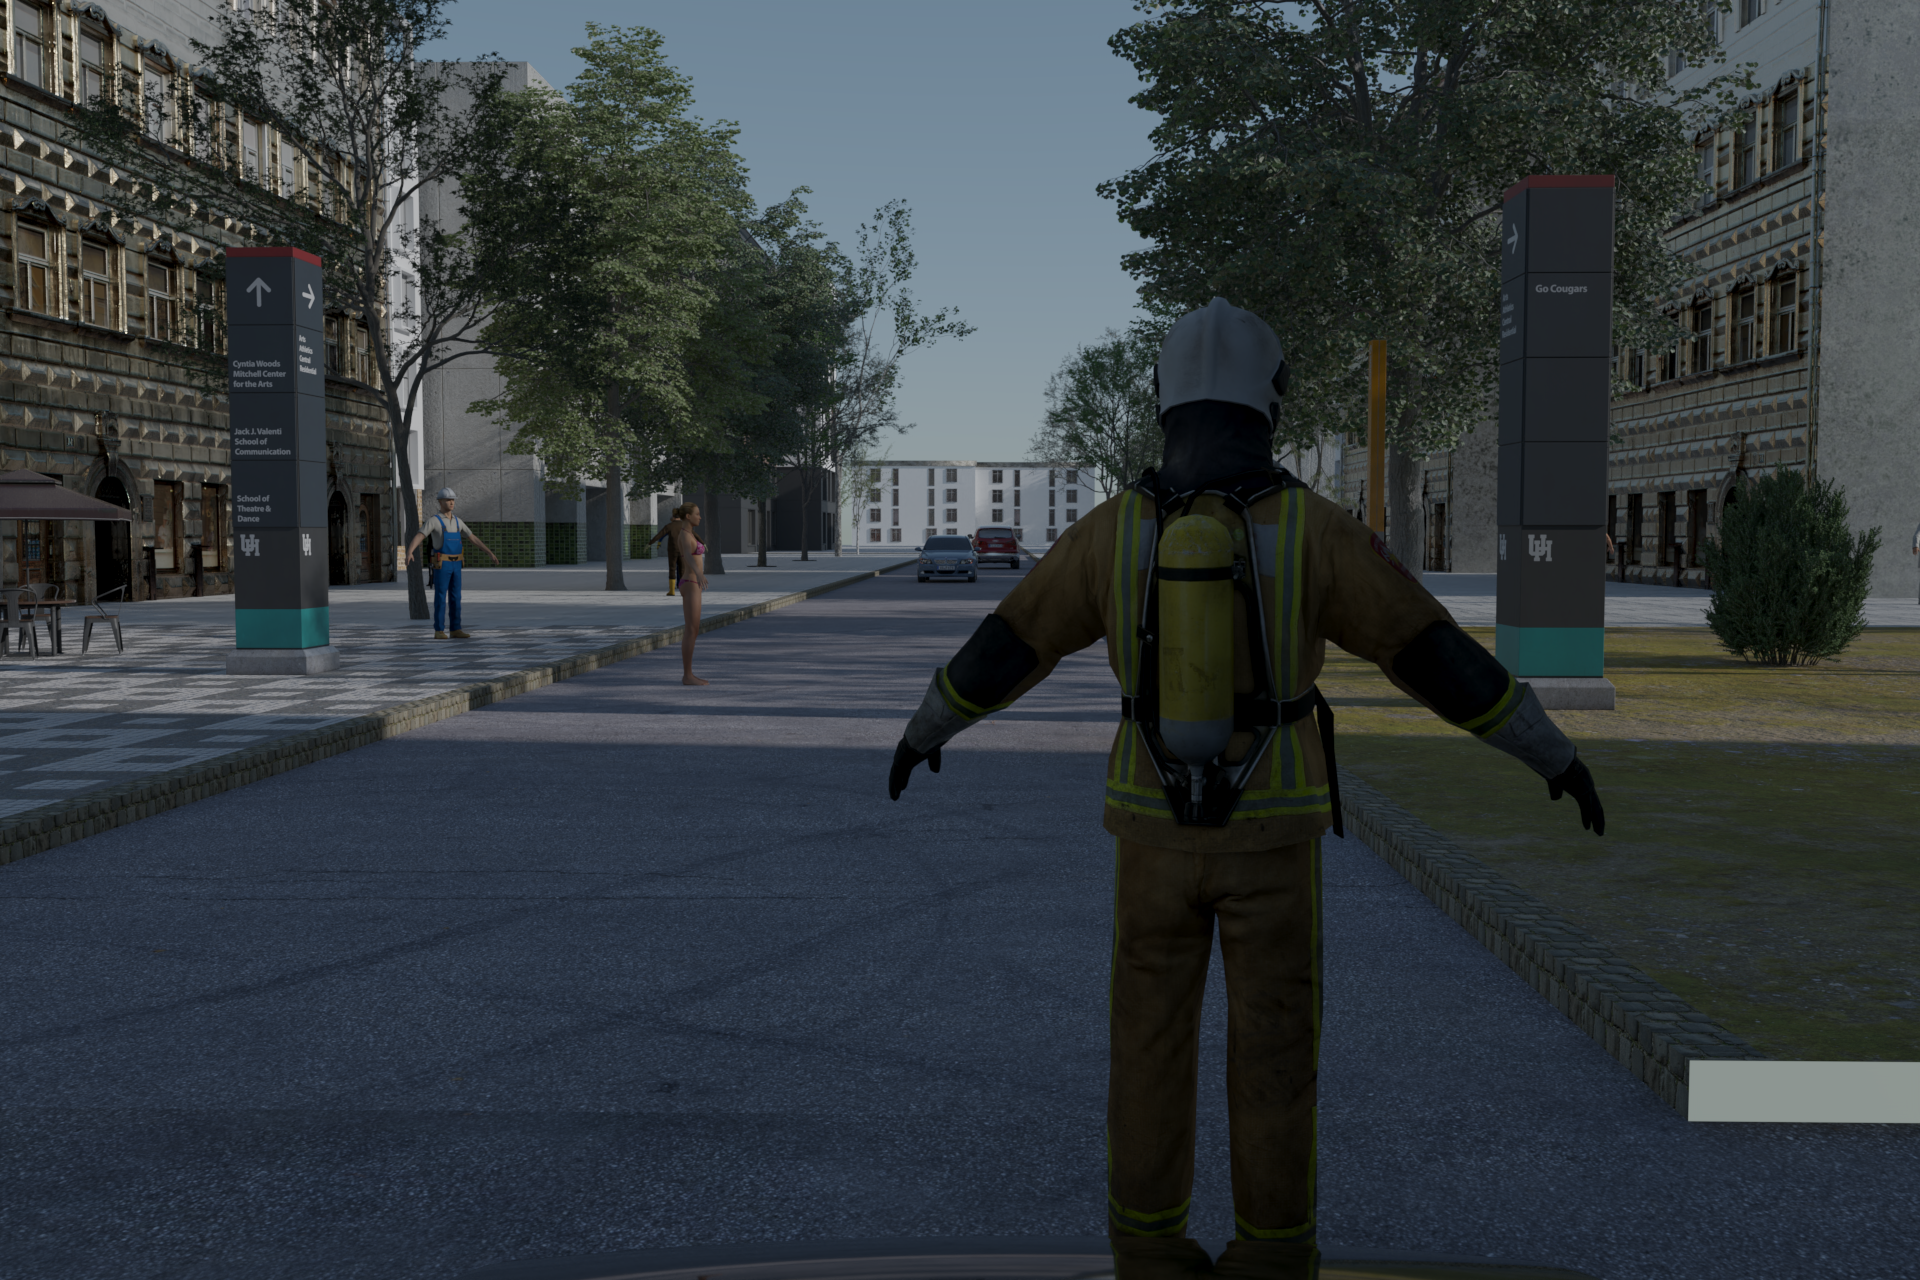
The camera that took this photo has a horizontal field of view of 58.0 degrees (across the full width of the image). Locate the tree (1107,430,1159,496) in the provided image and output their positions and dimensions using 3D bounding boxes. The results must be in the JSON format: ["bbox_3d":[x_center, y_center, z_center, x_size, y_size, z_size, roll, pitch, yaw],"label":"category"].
[{"bbox_3d":[21.607,-17.769,197.185,9.857,13.997,8.962,0,3,0],"label":"tree"}]

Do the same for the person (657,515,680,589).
[{"bbox_3d":[-6.601,-2.082,40.504,0.721,1.772,1.216,3,5,44],"label":"person"}]

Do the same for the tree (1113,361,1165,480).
[{"bbox_3d":[7.792,-7.297,69.676,4.360,8.622,3.978,0,3,0],"label":"tree"}]

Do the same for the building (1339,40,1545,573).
[{"bbox_3d":[25.532,-14.327,65.171,19.493,23.208,18.063,0,4,1],"label":"building"}]

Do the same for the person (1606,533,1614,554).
[{"bbox_3d":[11.626,-1.591,32.142,1.347,1.817,0.704,-1,4,-21],"label":"person"}]

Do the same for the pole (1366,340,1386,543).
[{"bbox_3d":[4.399,-1.498,18.340,0.158,3.312,0.155,0,3,0],"label":"pole"}]

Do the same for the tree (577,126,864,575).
[{"bbox_3d":[-7.840,-9.047,54.568,9.857,13.997,8.962,0,3,0],"label":"tree"}]

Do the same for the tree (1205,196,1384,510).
[{"bbox_3d":[7.429,-5.252,36.234,4.360,8.622,3.978,0,3,0],"label":"tree"}]

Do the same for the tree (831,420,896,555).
[{"bbox_3d":[-6.634,-9.659,108.279,4.360,8.622,3.978,0,3,0],"label":"tree"}]

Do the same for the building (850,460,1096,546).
[{"bbox_3d":[1.555,-15.543,198.734,28.070,9.664,9.099,0,4,-3],"label":"building"}]

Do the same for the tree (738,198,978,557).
[{"bbox_3d":[-5.679,-14.765,97.301,12.611,20.169,13.585,0,3,0],"label":"tree"}]

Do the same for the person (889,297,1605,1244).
[{"bbox_3d":[0.480,0.307,3.213,1.354,1.858,0.705,1,4,18],"label":"person"}]

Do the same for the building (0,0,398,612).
[{"bbox_3d":[-24.614,-12.595,36.850,19.493,23.208,18.063,0,4,2],"label":"building"}]

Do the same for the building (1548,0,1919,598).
[{"bbox_3d":[26.534,-12.952,42.688,19.493,23.208,18.063,0,4,2],"label":"building"}]

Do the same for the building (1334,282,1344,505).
[{"bbox_3d":[24.409,-14.162,87.975,16.016,20.090,11.380,0,4,1],"label":"building"}]

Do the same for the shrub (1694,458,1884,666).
[{"bbox_3d":[8.114,-0.771,17.023,1.690,2.028,1.600,0,3,0],"label":"shrub"}]

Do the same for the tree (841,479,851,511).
[{"bbox_3d":[-14.726,-15.450,202.965,4.737,8.622,4.395,0,3,0],"label":"tree"}]

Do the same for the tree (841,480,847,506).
[{"bbox_3d":[-14.584,-15.131,197.755,4.360,8.622,3.978,0,3,0],"label":"tree"}]

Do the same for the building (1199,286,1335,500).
[{"bbox_3d":[25.849,-16.191,131.181,16.747,18.905,31.486,0,4,2],"label":"building"}]

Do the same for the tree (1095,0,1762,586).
[{"bbox_3d":[6.504,-7.252,25.225,9.857,13.997,8.962,0,3,0],"label":"tree"}]

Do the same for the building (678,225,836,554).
[{"bbox_3d":[-24.530,-17.480,129.769,27.936,21.610,32.646,0,4,1],"label":"building"}]

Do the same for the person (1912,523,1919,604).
[{"bbox_3d":[17.670,-1.550,31.528,1.347,1.806,0.705,-2,4,-33],"label":"person"}]

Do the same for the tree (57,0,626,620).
[{"bbox_3d":[-8.421,-5.598,25.947,7.601,10.594,8.767,2,4,30],"label":"tree"}]

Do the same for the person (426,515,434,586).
[{"bbox_3d":[-13.022,-2.203,42.734,0.721,1.740,1.216,3,4,36],"label":"person"}]

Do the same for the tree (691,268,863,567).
[{"bbox_3d":[-7.619,-8.644,67.084,9.928,11.665,9.643,0,3,0],"label":"tree"}]

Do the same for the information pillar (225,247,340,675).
[{"bbox_3d":[-6.289,-1.628,16.002,0.750,3.857,0.750,0,4,2],"label":"information pillar"}]

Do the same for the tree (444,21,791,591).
[{"bbox_3d":[-7.677,-7.375,38.708,7.486,12.596,7.792,0,3,0],"label":"tree"}]

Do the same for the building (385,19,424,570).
[{"bbox_3d":[-25.192,-11.915,51.230,16.016,20.090,11.380,0,4,1],"label":"building"}]

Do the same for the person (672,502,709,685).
[{"bbox_3d":[-2.491,-0.444,16.523,0.721,1.733,1.217,-1,4,-10],"label":"person"}]

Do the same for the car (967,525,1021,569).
[{"bbox_3d":[1.438,-3.892,72.312,2.281,1.827,5.304,0,4,0],"label":"car"}]

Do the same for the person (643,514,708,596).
[{"bbox_3d":[-5.871,-1.820,35.887,1.346,1.812,0.704,-1,4,-21],"label":"person"}]

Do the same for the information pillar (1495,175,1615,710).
[{"bbox_3d":[4.406,-1.437,12.879,0.750,3.857,0.750,0,4,2],"label":"information pillar"}]

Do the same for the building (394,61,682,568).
[{"bbox_3d":[-24.230,-13.127,81.080,16.747,18.905,31.486,0,4,1],"label":"building"}]

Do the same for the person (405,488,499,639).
[{"bbox_3d":[-6.263,-0.939,21.214,0.705,1.847,1.347,3,4,37],"label":"person"}]

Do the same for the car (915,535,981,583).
[{"bbox_3d":[-0.355,-2.493,52.767,2.014,1.417,4.499,0,4,1],"label":"car"}]

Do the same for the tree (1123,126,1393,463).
[{"bbox_3d":[7.809,-7.247,44.246,9.928,11.665,9.643,0,3,0],"label":"tree"}]

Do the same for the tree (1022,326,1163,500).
[{"bbox_3d":[8.787,-11.672,101.204,12.009,13.543,11.850,0,3,0],"label":"tree"}]

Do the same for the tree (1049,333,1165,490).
[{"bbox_3d":[8.507,-9.867,87.075,9.928,11.665,9.643,0,3,0],"label":"tree"}]

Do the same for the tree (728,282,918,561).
[{"bbox_3d":[-7.247,-10.483,81.760,12.009,13.543,11.850,0,3,0],"label":"tree"}]
